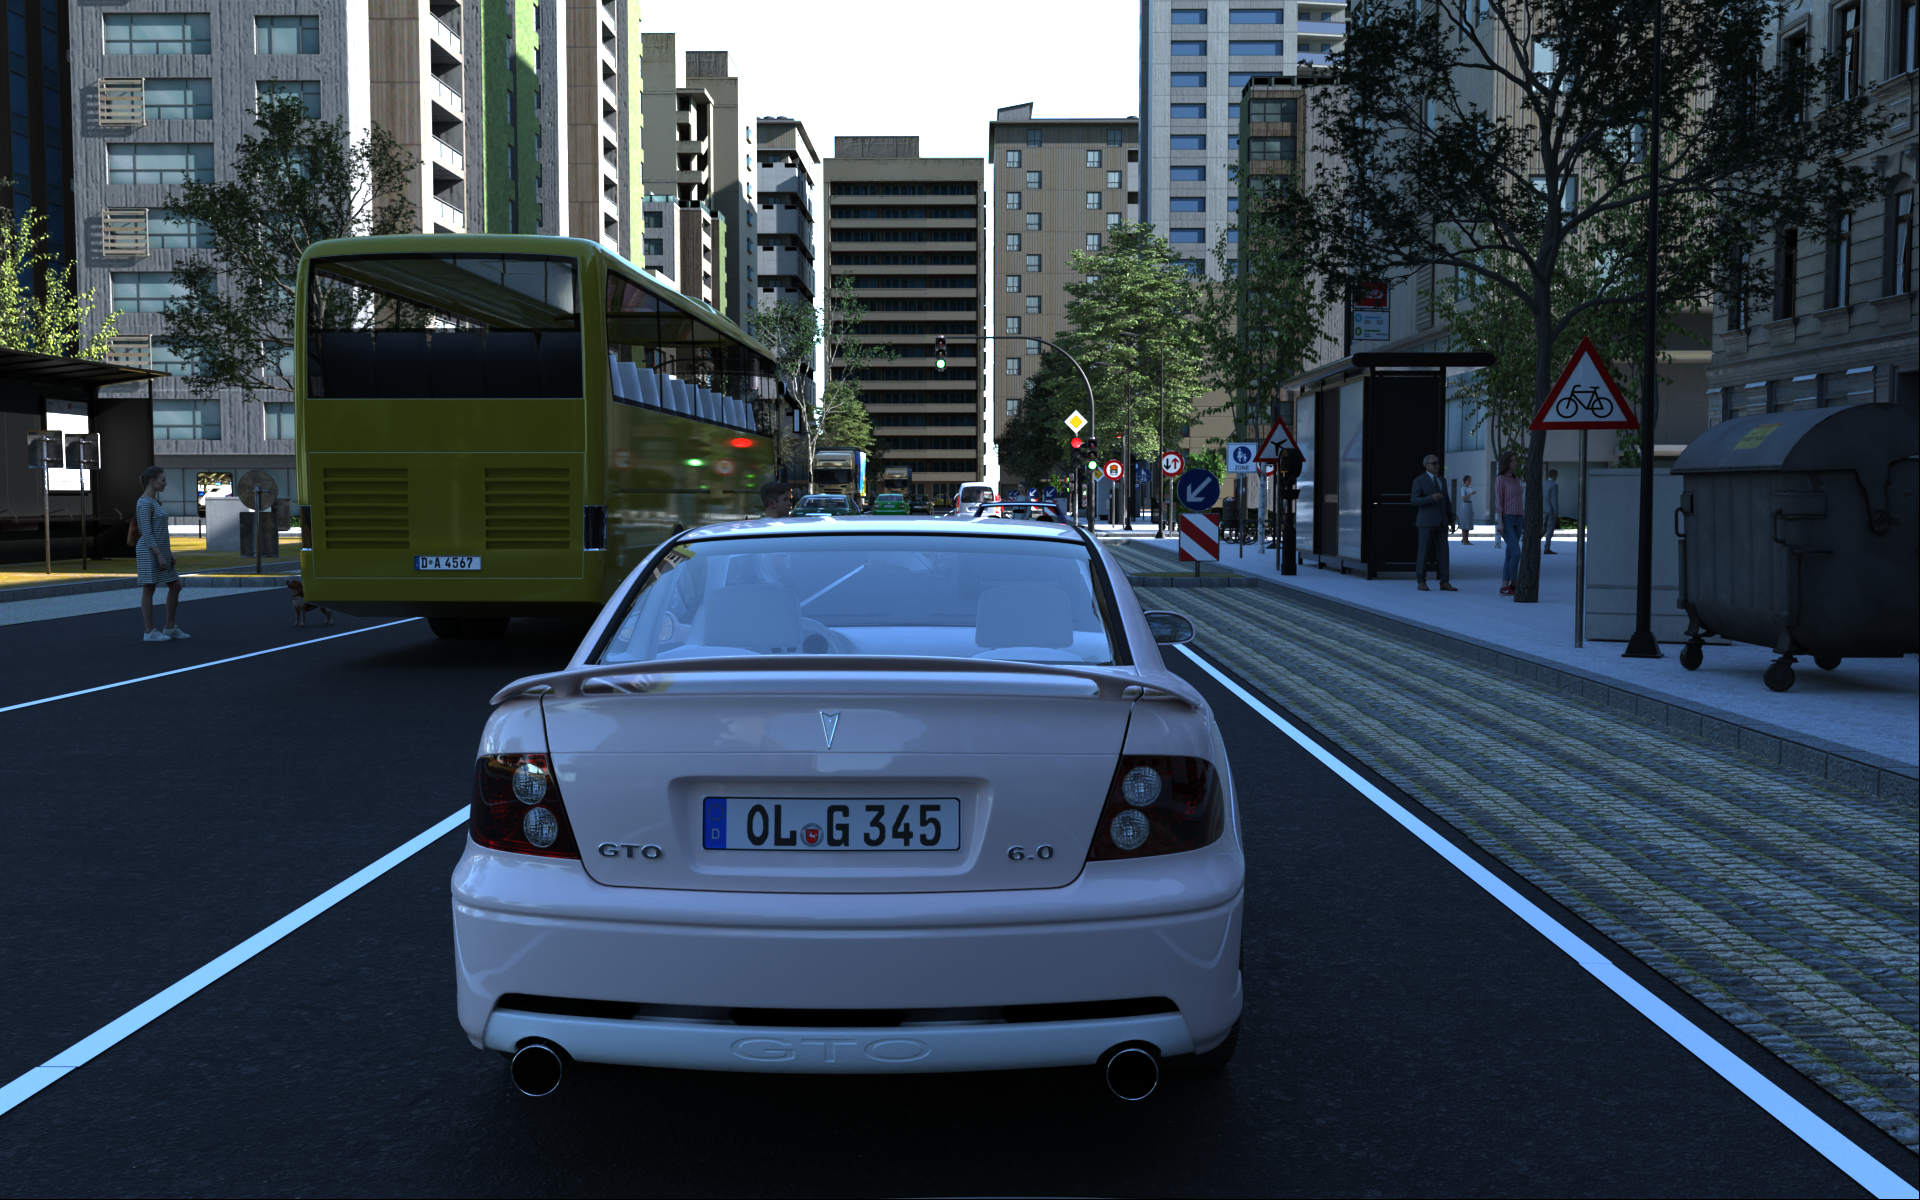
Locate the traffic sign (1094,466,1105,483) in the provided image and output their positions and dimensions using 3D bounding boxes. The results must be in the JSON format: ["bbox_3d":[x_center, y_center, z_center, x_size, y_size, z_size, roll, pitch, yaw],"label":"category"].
[{"bbox_3d":[6.315,-4.860,79.188,0.795,2.593,0.064,0,4,7],"label":"traffic sign"}]

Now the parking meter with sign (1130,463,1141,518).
[{"bbox_3d":[9.669,-6.057,95.286,0.543,3.016,1.738,0,3,0],"label":"parking meter with sign"}]

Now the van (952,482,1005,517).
[{"bbox_3d":[0.676,-3.472,63.783,2.013,2.044,4.112,0,4,2],"label":"van"}]

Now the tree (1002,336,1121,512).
[{"bbox_3d":[7.828,-12.749,125.461,9.611,12.733,9.660,0,3,0],"label":"tree"}]

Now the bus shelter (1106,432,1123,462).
[{"bbox_3d":[9.023,-7.762,104.539,2.179,5.291,8.768,0,4,1],"label":"bus shelter"}]

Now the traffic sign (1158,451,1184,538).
[{"bbox_3d":[6.207,-3.108,50.925,0.768,2.556,0.104,0,4,7],"label":"traffic sign"}]

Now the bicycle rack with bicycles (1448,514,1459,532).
[{"bbox_3d":[15.136,-2.769,58.660,2.852,0.926,2.925,-1,4,-17],"label":"bicycle rack with bicycles"}]

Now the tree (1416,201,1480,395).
[{"bbox_3d":[12.931,-5.516,40.554,4.737,8.622,4.395,0,3,0],"label":"tree"}]

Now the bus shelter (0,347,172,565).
[{"bbox_3d":[-16.182,-2.408,30.648,1.731,3.624,6.357,0,4,1],"label":"bus shelter"}]

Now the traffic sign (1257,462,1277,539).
[{"bbox_3d":[8.770,-3.026,49.581,0.768,2.556,0.104,0,4,7],"label":"traffic sign"}]

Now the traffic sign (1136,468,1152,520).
[{"bbox_3d":[9.015,-5.195,85.046,0.768,2.556,0.104,0,4,2],"label":"traffic sign"}]

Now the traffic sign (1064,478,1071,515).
[{"bbox_3d":[6.921,-6.631,108.529,0.768,2.556,0.104,0,4,1],"label":"traffic sign"}]

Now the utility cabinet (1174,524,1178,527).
[{"bbox_3d":[8.330,-3.602,67.575,0.318,1.500,1.173,1,4,11],"label":"utility cabinet"}]

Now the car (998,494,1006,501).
[{"bbox_3d":[1.836,-6.136,109.370,2.155,1.783,4.494,0,4,1],"label":"car"}]

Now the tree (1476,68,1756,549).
[{"bbox_3d":[11.478,-4.848,29.626,4.737,8.622,4.395,0,3,0],"label":"tree"}]

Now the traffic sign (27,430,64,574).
[{"bbox_3d":[-14.617,-1.565,27.709,0.606,2.300,0.079,0,4,7],"label":"traffic sign"}]

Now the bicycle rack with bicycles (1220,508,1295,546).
[{"bbox_3d":[7.548,-1.893,44.332,2.925,0.926,2.852,-1,4,-12],"label":"bicycle rack with bicycles"}]

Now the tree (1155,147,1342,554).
[{"bbox_3d":[6.459,-5.322,37.371,4.737,8.622,4.395,0,3,0],"label":"tree"}]

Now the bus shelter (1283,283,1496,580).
[{"bbox_3d":[6.924,-3.197,29.906,2.179,5.291,8.768,0,4,1],"label":"bus shelter"}]

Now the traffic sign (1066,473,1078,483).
[{"bbox_3d":[6.422,-6.011,98.380,0.768,2.556,0.104,1,4,10],"label":"traffic sign"}]

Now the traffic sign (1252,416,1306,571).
[{"bbox_3d":[5.338,-1.774,29.006,0.884,2.594,0.081,0,4,5],"label":"traffic sign"}]

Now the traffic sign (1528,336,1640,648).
[{"bbox_3d":[5.168,-0.880,14.393,0.884,2.594,0.081,1,4,9],"label":"traffic sign"}]

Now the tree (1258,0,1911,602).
[{"bbox_3d":[7.060,-5.245,20.177,7.601,10.594,8.767,1,4,9],"label":"tree"}]

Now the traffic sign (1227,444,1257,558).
[{"bbox_3d":[5.626,-1.987,34.613,0.606,2.300,0.079,0,4,5],"label":"traffic sign"}]

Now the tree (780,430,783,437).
[{"bbox_3d":[-13.992,-10.198,101.154,7.601,10.594,8.767,-2,4,-27],"label":"tree"}]

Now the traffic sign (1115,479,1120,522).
[{"bbox_3d":[7.158,-4.771,78.106,0.768,2.556,0.104,0,4,7],"label":"traffic sign"}]

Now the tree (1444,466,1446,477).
[{"bbox_3d":[17.693,-4.340,65.566,1.663,3.219,1.824,0,3,0],"label":"tree"}]

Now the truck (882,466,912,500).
[{"bbox_3d":[-6.235,-11.332,174.183,2.839,4.237,11.283,0,4,0],"label":"truck"}]

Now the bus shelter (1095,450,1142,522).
[{"bbox_3d":[7.353,-5.397,82.165,2.014,3.302,5.546,0,4,1],"label":"bus shelter"}]

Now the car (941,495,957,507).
[{"bbox_3d":[-1.361,-11.225,196.110,1.945,1.354,3.894,0,4,-1],"label":"car"}]

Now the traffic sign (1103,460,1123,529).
[{"bbox_3d":[5.687,-3.914,64.098,0.768,2.556,0.104,0,4,1],"label":"traffic sign"}]

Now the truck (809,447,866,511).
[{"bbox_3d":[-7.329,-7.123,105.369,2.839,4.237,11.283,0,4,1],"label":"truck"}]

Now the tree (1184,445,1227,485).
[{"bbox_3d":[16.324,-8.085,115.902,4.285,4.588,4.351,0,3,0],"label":"tree"}]

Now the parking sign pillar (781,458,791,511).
[{"bbox_3d":[-13.145,-8.530,127.936,1.447,3.967,1.447,-2,4,-25],"label":"parking sign pillar"}]

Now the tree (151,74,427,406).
[{"bbox_3d":[-14.672,-6.426,39.485,7.601,10.594,8.767,-1,4,-20],"label":"tree"}]

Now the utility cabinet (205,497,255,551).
[{"bbox_3d":[-16.455,-1.707,39.070,1.020,1.237,0.306,0,4,3],"label":"utility cabinet"}]

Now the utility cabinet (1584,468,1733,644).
[{"bbox_3d":[6.041,-0.383,14.947,1.173,1.500,0.318,2,4,25],"label":"utility cabinet"}]

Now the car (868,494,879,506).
[{"bbox_3d":[-9.481,-11.556,197.743,1.959,1.807,4.718,0,4,2],"label":"car"}]

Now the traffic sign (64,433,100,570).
[{"bbox_3d":[-14.783,-1.655,29.189,0.606,2.300,0.079,0,4,5],"label":"traffic sign"}]

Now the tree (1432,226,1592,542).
[{"bbox_3d":[14.889,-5.868,46.302,4.360,8.622,3.978,0,3,0],"label":"tree"}]

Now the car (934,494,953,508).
[{"bbox_3d":[-1.831,-10.727,185.611,2.015,1.641,3.980,0,4,2],"label":"car"}]

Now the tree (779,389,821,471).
[{"bbox_3d":[-12.691,-10.307,118.875,4.360,8.622,3.978,0,3,0],"label":"tree"}]

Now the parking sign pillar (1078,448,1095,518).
[{"bbox_3d":[6.952,-6.504,94.820,1.447,3.967,1.447,2,4,34],"label":"parking sign pillar"}]
